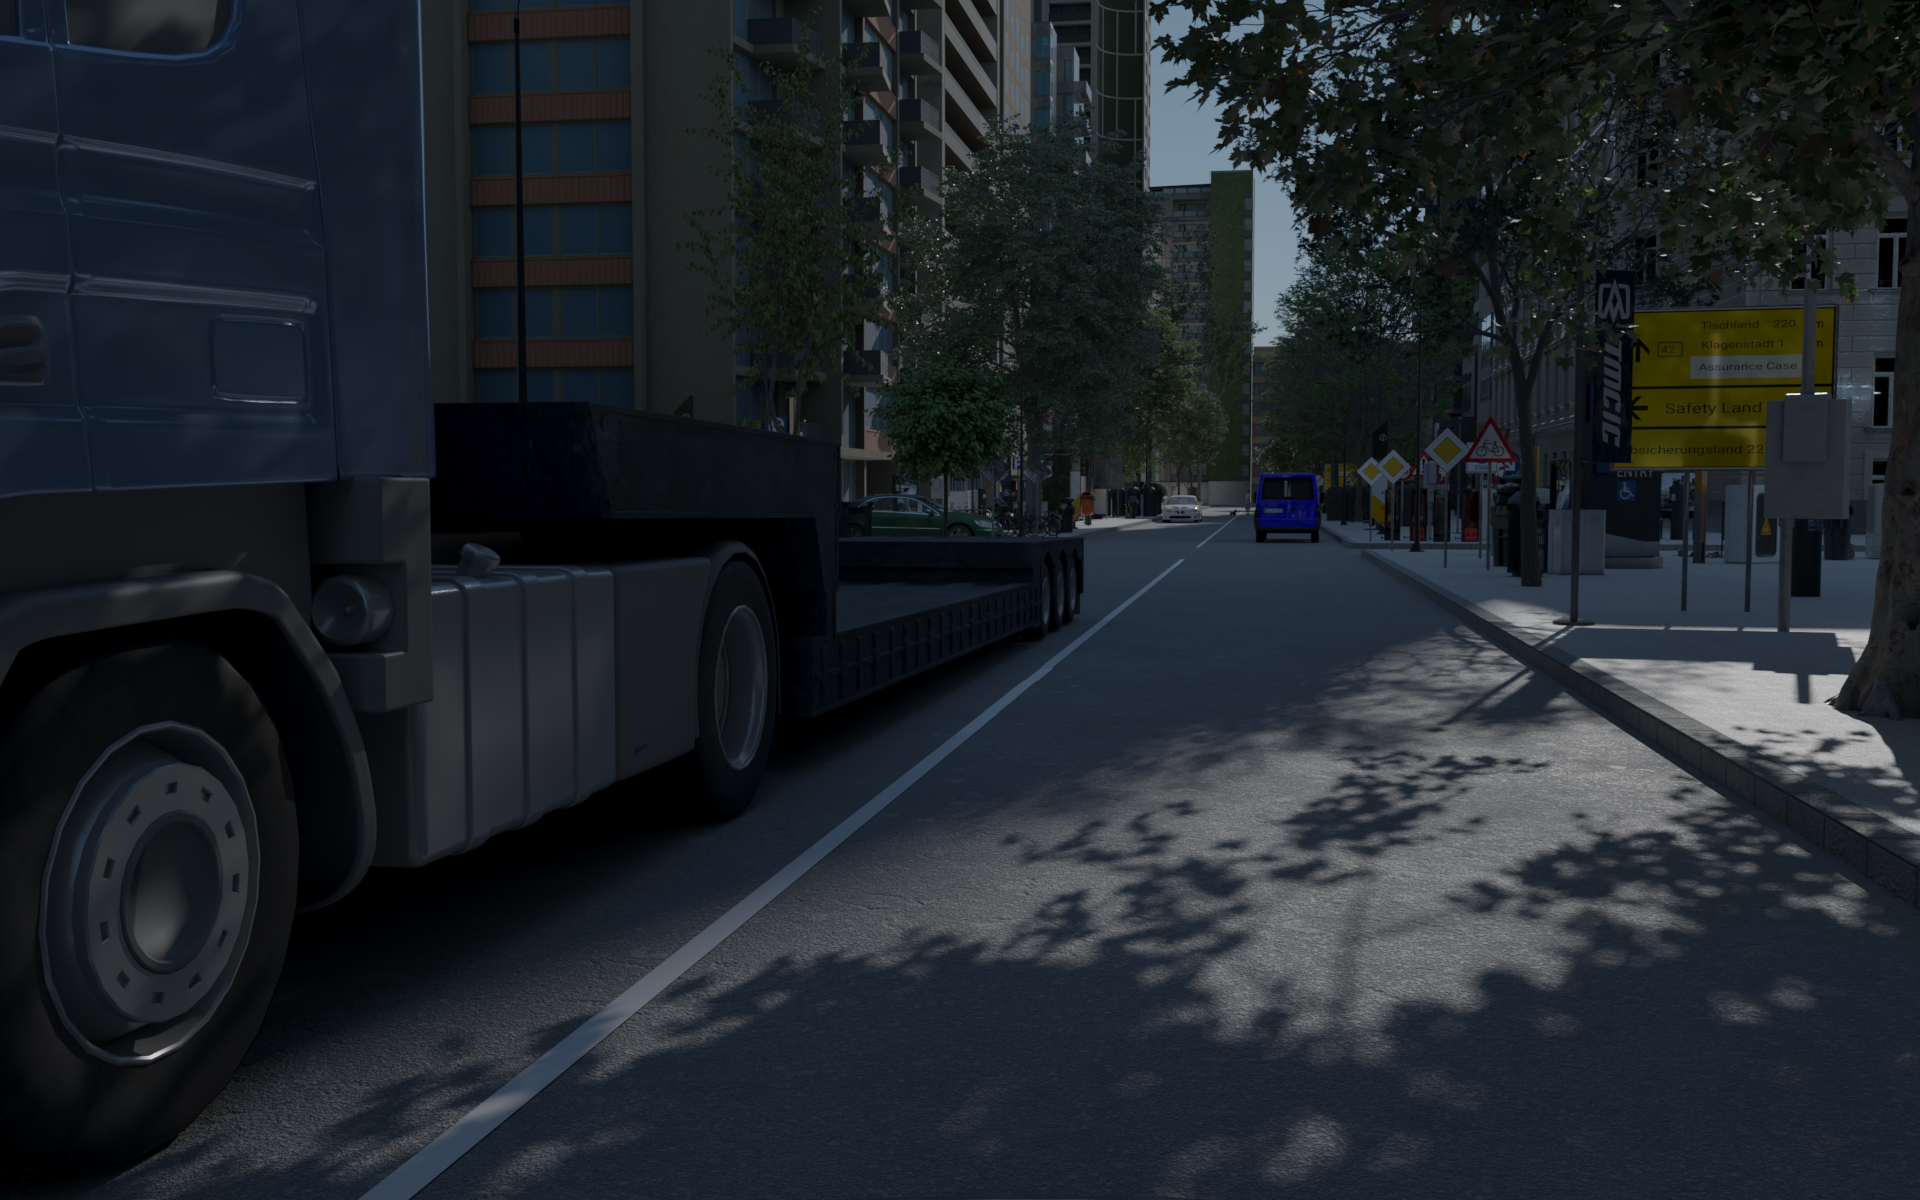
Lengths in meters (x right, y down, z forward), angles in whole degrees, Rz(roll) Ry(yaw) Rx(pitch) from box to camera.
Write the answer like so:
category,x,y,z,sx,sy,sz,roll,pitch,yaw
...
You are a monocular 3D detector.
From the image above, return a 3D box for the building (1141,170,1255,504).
category,x,y,z,sx,sy,sz,roll,pitch,yaw
building,30.464,-32.927,221.948,14.086,41.232,14.154,1,4,10

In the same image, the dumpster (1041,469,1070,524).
category,x,y,z,sx,sy,sz,roll,pitch,yaw
dumpster,3.731,-3.877,65.877,1.502,2.255,1.985,1,4,10

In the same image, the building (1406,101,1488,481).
category,x,y,z,sx,sy,sz,roll,pitch,yaw
building,55.035,-31.264,165.787,22.147,44.769,28.867,1,4,10

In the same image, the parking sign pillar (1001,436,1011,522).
category,x,y,z,sx,sy,sz,roll,pitch,yaw
parking sign pillar,2.136,-5.597,79.977,1.447,3.967,1.447,0,4,0

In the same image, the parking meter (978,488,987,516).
category,x,y,z,sx,sy,sz,roll,pitch,yaw
parking meter,0.970,-4.122,75.803,0.372,1.533,0.369,0,3,0

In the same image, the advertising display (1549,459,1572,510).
category,x,y,z,sx,sy,sz,roll,pitch,yaw
advertising display,11.233,-1.664,32.424,0.123,1.923,0.974,2,4,35

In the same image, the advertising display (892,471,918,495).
category,x,y,z,sx,sy,sz,roll,pitch,yaw
advertising display,-1.535,-2.635,48.290,0.123,1.923,0.974,3,4,38

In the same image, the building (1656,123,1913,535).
category,x,y,z,sx,sy,sz,roll,pitch,yaw
building,37.676,-15.932,57.749,25.104,27.353,12.463,1,4,10

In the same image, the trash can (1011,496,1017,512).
category,x,y,z,sx,sy,sz,roll,pitch,yaw
trash can,3.568,-6.297,114.606,0.748,1.137,0.748,0,3,0

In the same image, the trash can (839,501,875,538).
category,x,y,z,sx,sy,sz,roll,pitch,yaw
trash can,-2.020,-1.355,33.813,0.748,1.137,0.748,0,3,0

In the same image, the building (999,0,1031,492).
category,x,y,z,sx,sy,sz,roll,pitch,yaw
building,-2.457,-29.465,131.868,14.600,45.320,14.200,1,4,10

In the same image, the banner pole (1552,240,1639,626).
category,x,y,z,sx,sy,sz,roll,pitch,yaw
banner pole,6.268,-1.651,17.015,0.863,3.779,0.401,-1,4,-17

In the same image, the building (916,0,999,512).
category,x,y,z,sx,sy,sz,roll,pitch,yaw
building,-9.667,-29.619,107.968,21.300,48.544,21.600,1,4,10

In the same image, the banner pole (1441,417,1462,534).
category,x,y,z,sx,sy,sz,roll,pitch,yaw
banner pole,15.954,-4.047,56.185,0.863,3.779,0.401,3,5,40

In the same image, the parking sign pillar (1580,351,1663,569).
category,x,y,z,sx,sy,sz,roll,pitch,yaw
parking sign pillar,11.532,-2.552,30.205,1.447,3.967,1.447,0,4,-7

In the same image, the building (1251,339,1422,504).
category,x,y,z,sx,sy,sz,roll,pitch,yaw
building,52.762,-23.256,225.266,28.899,21.520,27.650,1,4,10

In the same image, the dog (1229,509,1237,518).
category,x,y,z,sx,sy,sz,roll,pitch,yaw
dog,16.533,-5.239,104.952,0.406,0.507,0.540,1,4,19

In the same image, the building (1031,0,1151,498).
category,x,y,z,sx,sy,sz,roll,pitch,yaw
building,14.006,-48.278,227.604,20.611,71.187,20.563,1,4,10

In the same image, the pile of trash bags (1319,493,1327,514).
category,x,y,z,sx,sy,sz,roll,pitch,yaw
pile of trash bags,23.885,-6.414,114.616,1.912,1.369,3.447,1,4,15

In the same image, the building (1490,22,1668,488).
category,x,y,z,sx,sy,sz,roll,pitch,yaw
building,40.119,-19.453,94.476,17.030,29.872,44.131,1,4,10

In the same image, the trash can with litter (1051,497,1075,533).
category,x,y,z,sx,sy,sz,roll,pitch,yaw
trash can with litter,3.341,-2.820,57.491,0.624,1.170,1.055,-2,4,-33

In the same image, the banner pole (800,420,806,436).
category,x,y,z,sx,sy,sz,roll,pitch,yaw
banner pole,-5.305,-4.181,58.383,0.401,3.779,0.863,0,4,8

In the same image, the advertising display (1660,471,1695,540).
category,x,y,z,sx,sy,sz,roll,pitch,yaw
advertising display,20.303,-2.677,48.977,0.974,1.923,0.123,2,4,29

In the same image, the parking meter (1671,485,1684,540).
category,x,y,z,sx,sy,sz,roll,pitch,yaw
parking meter,20.071,-2.444,48.369,0.372,1.533,0.369,0,3,0

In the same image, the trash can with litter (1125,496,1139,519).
category,x,y,z,sx,sy,sz,roll,pitch,yaw
trash can with litter,8.964,-4.842,90.546,0.624,1.170,1.055,1,4,16

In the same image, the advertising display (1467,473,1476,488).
category,x,y,z,sx,sy,sz,roll,pitch,yaw
advertising display,15.274,-2.849,51.795,0.123,1.923,0.974,1,4,8

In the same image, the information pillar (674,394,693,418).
category,x,y,z,sx,sy,sz,roll,pitch,yaw
information pillar,-6.502,-3.029,40.883,0.504,3.616,0.183,1,4,19

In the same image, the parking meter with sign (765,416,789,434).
category,x,y,z,sx,sy,sz,roll,pitch,yaw
parking meter with sign,-4.423,-2.561,38.132,0.543,3.016,1.738,1,4,23

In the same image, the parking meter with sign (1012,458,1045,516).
category,x,y,z,sx,sy,sz,roll,pitch,yaw
parking meter with sign,3.513,-5.653,88.693,1.738,3.016,0.543,-3,4,-37

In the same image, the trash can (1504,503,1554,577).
category,x,y,z,sx,sy,sz,roll,pitch,yaw
trash can,8.822,-0.932,26.898,0.748,1.137,0.748,0,3,0

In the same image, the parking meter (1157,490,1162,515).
category,x,y,z,sx,sy,sz,roll,pitch,yaw
parking meter,12.223,-6.005,106.584,0.372,1.533,0.369,0,3,0

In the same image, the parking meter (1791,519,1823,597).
category,x,y,z,sx,sy,sz,roll,pitch,yaw
parking meter,10.589,-0.812,21.685,0.372,1.533,0.369,0,3,0

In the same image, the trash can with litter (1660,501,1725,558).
category,x,y,z,sx,sy,sz,roll,pitch,yaw
trash can with litter,15.375,-1.477,35.204,2.233,1.210,1.678,3,4,37

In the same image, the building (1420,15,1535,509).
category,x,y,z,sx,sy,sz,roll,pitch,yaw
building,49.447,-50.299,135.065,22.319,86.520,31.000,1,4,10

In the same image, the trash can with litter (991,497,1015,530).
category,x,y,z,sx,sy,sz,roll,pitch,yaw
trash can with litter,1.597,-3.071,61.594,1.055,1.170,0.624,3,5,43

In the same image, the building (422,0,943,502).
category,x,y,z,sx,sy,sz,roll,pitch,yaw
building,-12.958,-25.710,74.981,22.147,44.769,28.867,1,4,10

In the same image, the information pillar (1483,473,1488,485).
category,x,y,z,sx,sy,sz,roll,pitch,yaw
information pillar,30.918,-6.754,101.788,0.183,3.616,0.504,-3,4,-39

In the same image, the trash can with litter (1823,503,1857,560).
category,x,y,z,sx,sy,sz,roll,pitch,yaw
trash can with litter,17.152,-1.375,33.869,0.624,1.170,1.055,3,4,37

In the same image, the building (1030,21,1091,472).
category,x,y,z,sx,sy,sz,roll,pitch,yaw
building,-2.170,-34.207,178.888,30.456,49.044,23.786,1,4,10

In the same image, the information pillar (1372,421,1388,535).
category,x,y,z,sx,sy,sz,roll,pitch,yaw
information pillar,13.325,-3.889,54.941,0.504,3.616,0.183,1,4,11

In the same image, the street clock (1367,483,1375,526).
category,x,y,z,sx,sy,sz,roll,pitch,yaw
street clock,16.595,-3.985,69.722,0.358,2.002,0.471,3,5,40

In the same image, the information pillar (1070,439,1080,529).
category,x,y,z,sx,sy,sz,roll,pitch,yaw
information pillar,4.231,-4.426,63.726,0.183,3.616,0.504,3,5,44
